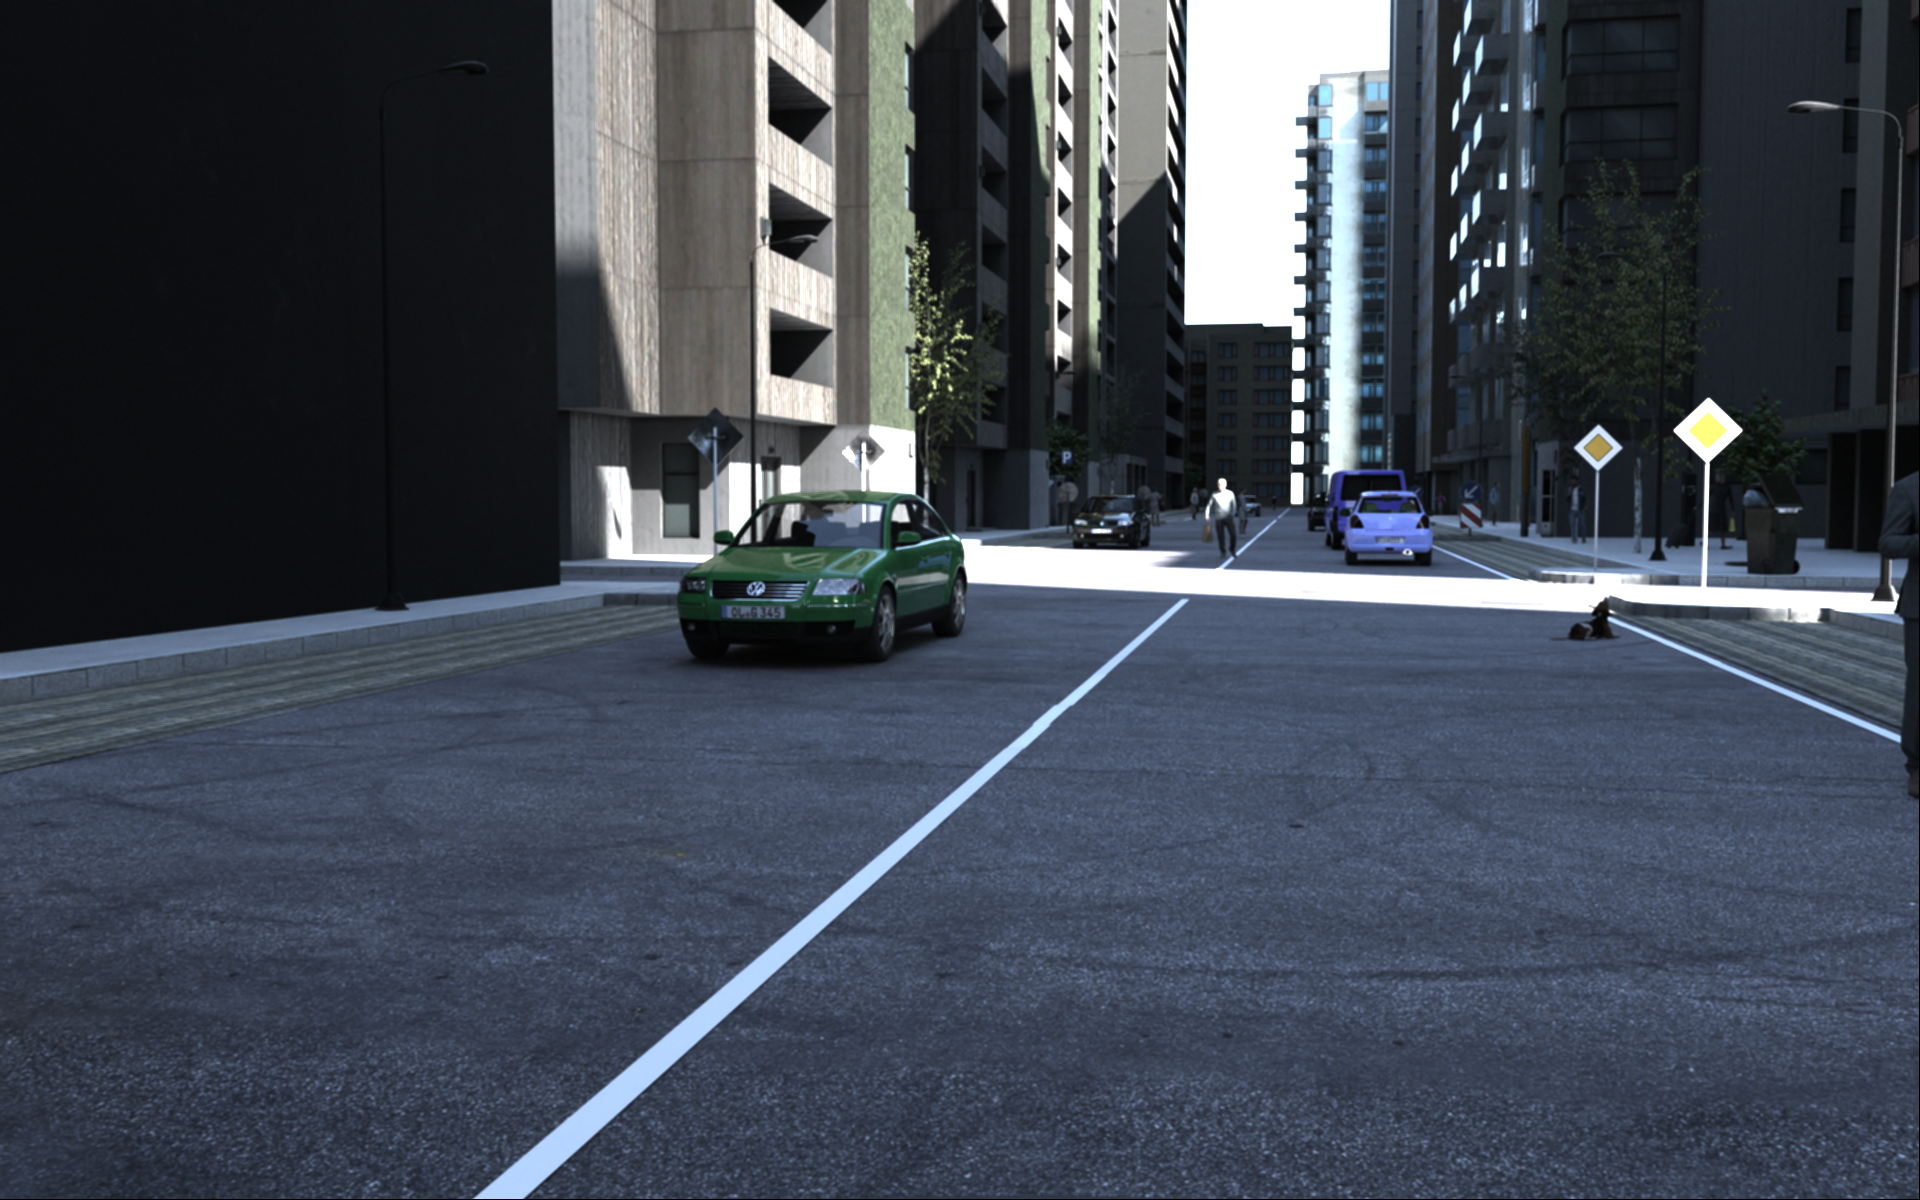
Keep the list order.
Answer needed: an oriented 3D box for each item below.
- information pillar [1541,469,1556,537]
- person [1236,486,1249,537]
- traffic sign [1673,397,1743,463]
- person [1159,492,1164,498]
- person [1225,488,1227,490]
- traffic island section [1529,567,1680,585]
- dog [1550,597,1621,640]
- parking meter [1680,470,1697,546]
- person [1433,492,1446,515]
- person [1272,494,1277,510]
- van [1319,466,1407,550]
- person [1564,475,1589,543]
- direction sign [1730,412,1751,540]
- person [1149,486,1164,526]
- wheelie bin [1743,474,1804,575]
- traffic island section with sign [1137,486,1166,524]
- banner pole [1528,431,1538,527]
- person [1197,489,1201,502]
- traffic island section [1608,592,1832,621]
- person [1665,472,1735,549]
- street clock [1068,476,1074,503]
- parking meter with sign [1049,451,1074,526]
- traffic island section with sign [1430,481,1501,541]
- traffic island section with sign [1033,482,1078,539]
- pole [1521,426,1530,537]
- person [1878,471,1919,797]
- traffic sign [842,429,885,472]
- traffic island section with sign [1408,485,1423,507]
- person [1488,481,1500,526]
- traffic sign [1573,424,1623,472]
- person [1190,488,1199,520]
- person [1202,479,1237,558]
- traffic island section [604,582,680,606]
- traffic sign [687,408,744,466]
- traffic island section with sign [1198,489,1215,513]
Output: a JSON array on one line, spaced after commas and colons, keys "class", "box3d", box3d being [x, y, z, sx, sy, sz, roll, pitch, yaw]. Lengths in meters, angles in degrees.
[{"class": "information pillar", "box3d": [17.460, -2.870, 51.424, 0.304, 2.012, 0.304, 3, 4, 38]}, {"class": "person", "box3d": [9.427, -2.954, 57.796, 0.522, 1.701, 0.512, 0, 4, -1]}, {"class": "traffic sign", "box3d": [9.035, -1.146, 20.928, 0.795, 2.593, 0.064, 1, 4, 11]}, {"class": "person", "box3d": [13.174, -6.457, 114.854, 0.697, 1.427, 0.421, 1, 4, 16]}, {"class": "person", "box3d": [19.270, -7.203, 125.901, 0.705, 1.869, 1.348, -2, 4, -24]}, {"class": "traffic island section", "box3d": [10.623, -0.401, 28.837, 2.009, 0.180, 2.903, 1, 4, 11]}, {"class": "dog", "box3d": [6.193, 0.185, 17.166, 0.748, 0.427, 0.550, 1, 4, 10]}, {"class": "parking meter", "box3d": [17.912, -2.256, 42.590, 0.255, 1.863, 0.399, 0, 4, 5]}, {"class": "person", "box3d": [28.792, -5.791, 103.953, 0.599, 1.433, 0.991, -2, 4, -31]}, {"class": "person", "box3d": [27.699, -8.603, 152.398, 0.421, 1.427, 0.697, 2, 4, 34]}, {"class": "van", "box3d": [10.786, -2.555, 46.165, 2.240, 2.365, 5.245, 1, 4, 9]}, {"class": "person", "box3d": [16.021, -2.362, 45.013, 0.623, 1.781, 0.721, 1, 4, 20]}, {"class": "direction sign", "box3d": [21.796, -3.431, 48.088, 0.876, 3.537, 0.379, 1, 4, 10]}, {"class": "person", "box3d": [8.772, -4.168, 77.008, 0.716, 1.782, 0.532, 2, 4, 30]}, {"class": "wheelie bin", "box3d": [12.991, -1.215, 27.775, 0.980, 1.594, 0.693, -1, 4, -22]}, {"class": "traffic island section with sign", "box3d": [8.787, -4.518, 82.492, 1.989, 1.847, 2.006, 1, 4, 11]}, {"class": "banner pole", "box3d": [22.637, -4.775, 68.086, 0.863, 3.779, 0.401, 2, 4, 34]}, {"class": "person", "box3d": [22.344, -9.502, 161.955, 0.434, 1.755, 0.990, 1, 4, 12]}, {"class": "traffic island section", "box3d": [9.060, 0.078, 21.006, 2.009, 0.180, 2.903, 1, 4, 11]}, {"class": "person", "box3d": [17.405, -2.098, 40.557, 0.699, 1.804, 1.509, -3, 4, -36]}, {"class": "street clock", "box3d": [4.465, -4.005, 70.044, 0.358, 2.002, 0.471, 1, 4, 13]}, {"class": "parking meter with sign", "box3d": [3.805, -4.447, 68.974, 0.543, 3.016, 1.738, 3, 4, 38]}, {"class": "traffic island section with sign", "box3d": [15.491, -2.723, 53.146, 1.989, 1.847, 2.006, 1, 4, 11]}, {"class": "traffic island section with sign", "box3d": [3.500, -2.901, 56.058, 1.989, 1.847, 2.006, 1, 4, 11]}, {"class": "pole", "box3d": [16.944, -3.551, 51.897, 0.158, 3.312, 0.155, 0, 3, 0]}, {"class": "person", "box3d": [4.651, 0.038, 8.057, 0.661, 1.801, 0.590, 0, 4, 3]}, {"class": "traffic sign", "box3d": [-1.749, -1.776, 31.236, 0.795, 2.593, 0.064, 1, 4, 11]}, {"class": "traffic island section with sign", "box3d": [20.768, -4.340, 79.582, 1.989, 1.847, 2.006, 1, 4, 11]}, {"class": "person", "box3d": [21.373, -3.847, 69.278, 0.601, 1.785, 0.444, -2, 4, -34]}, {"class": "traffic sign", "box3d": [10.599, -1.625, 28.759, 0.795, 2.593, 0.064, 1, 4, 11]}, {"class": "person", "box3d": [12.748, -5.225, 94.418, 0.515, 1.767, 0.782, 2, 4, 33]}, {"class": "person", "box3d": [5.803, -1.820, 38.737, 0.782, 1.767, 0.515, 1, 4, 11]}, {"class": "traffic island section", "box3d": [-3.337, -0.073, 23.476, 2.009, 0.180, 2.903, 1, 4, 11]}, {"class": "traffic sign", "box3d": [-3.312, -1.298, 23.405, 0.795, 2.593, 0.064, 1, 4, 11]}, {"class": "traffic island section with sign", "box3d": [18.514, -7.498, 131.215, 1.989, 1.847, 2.006, 1, 4, 11]}]
